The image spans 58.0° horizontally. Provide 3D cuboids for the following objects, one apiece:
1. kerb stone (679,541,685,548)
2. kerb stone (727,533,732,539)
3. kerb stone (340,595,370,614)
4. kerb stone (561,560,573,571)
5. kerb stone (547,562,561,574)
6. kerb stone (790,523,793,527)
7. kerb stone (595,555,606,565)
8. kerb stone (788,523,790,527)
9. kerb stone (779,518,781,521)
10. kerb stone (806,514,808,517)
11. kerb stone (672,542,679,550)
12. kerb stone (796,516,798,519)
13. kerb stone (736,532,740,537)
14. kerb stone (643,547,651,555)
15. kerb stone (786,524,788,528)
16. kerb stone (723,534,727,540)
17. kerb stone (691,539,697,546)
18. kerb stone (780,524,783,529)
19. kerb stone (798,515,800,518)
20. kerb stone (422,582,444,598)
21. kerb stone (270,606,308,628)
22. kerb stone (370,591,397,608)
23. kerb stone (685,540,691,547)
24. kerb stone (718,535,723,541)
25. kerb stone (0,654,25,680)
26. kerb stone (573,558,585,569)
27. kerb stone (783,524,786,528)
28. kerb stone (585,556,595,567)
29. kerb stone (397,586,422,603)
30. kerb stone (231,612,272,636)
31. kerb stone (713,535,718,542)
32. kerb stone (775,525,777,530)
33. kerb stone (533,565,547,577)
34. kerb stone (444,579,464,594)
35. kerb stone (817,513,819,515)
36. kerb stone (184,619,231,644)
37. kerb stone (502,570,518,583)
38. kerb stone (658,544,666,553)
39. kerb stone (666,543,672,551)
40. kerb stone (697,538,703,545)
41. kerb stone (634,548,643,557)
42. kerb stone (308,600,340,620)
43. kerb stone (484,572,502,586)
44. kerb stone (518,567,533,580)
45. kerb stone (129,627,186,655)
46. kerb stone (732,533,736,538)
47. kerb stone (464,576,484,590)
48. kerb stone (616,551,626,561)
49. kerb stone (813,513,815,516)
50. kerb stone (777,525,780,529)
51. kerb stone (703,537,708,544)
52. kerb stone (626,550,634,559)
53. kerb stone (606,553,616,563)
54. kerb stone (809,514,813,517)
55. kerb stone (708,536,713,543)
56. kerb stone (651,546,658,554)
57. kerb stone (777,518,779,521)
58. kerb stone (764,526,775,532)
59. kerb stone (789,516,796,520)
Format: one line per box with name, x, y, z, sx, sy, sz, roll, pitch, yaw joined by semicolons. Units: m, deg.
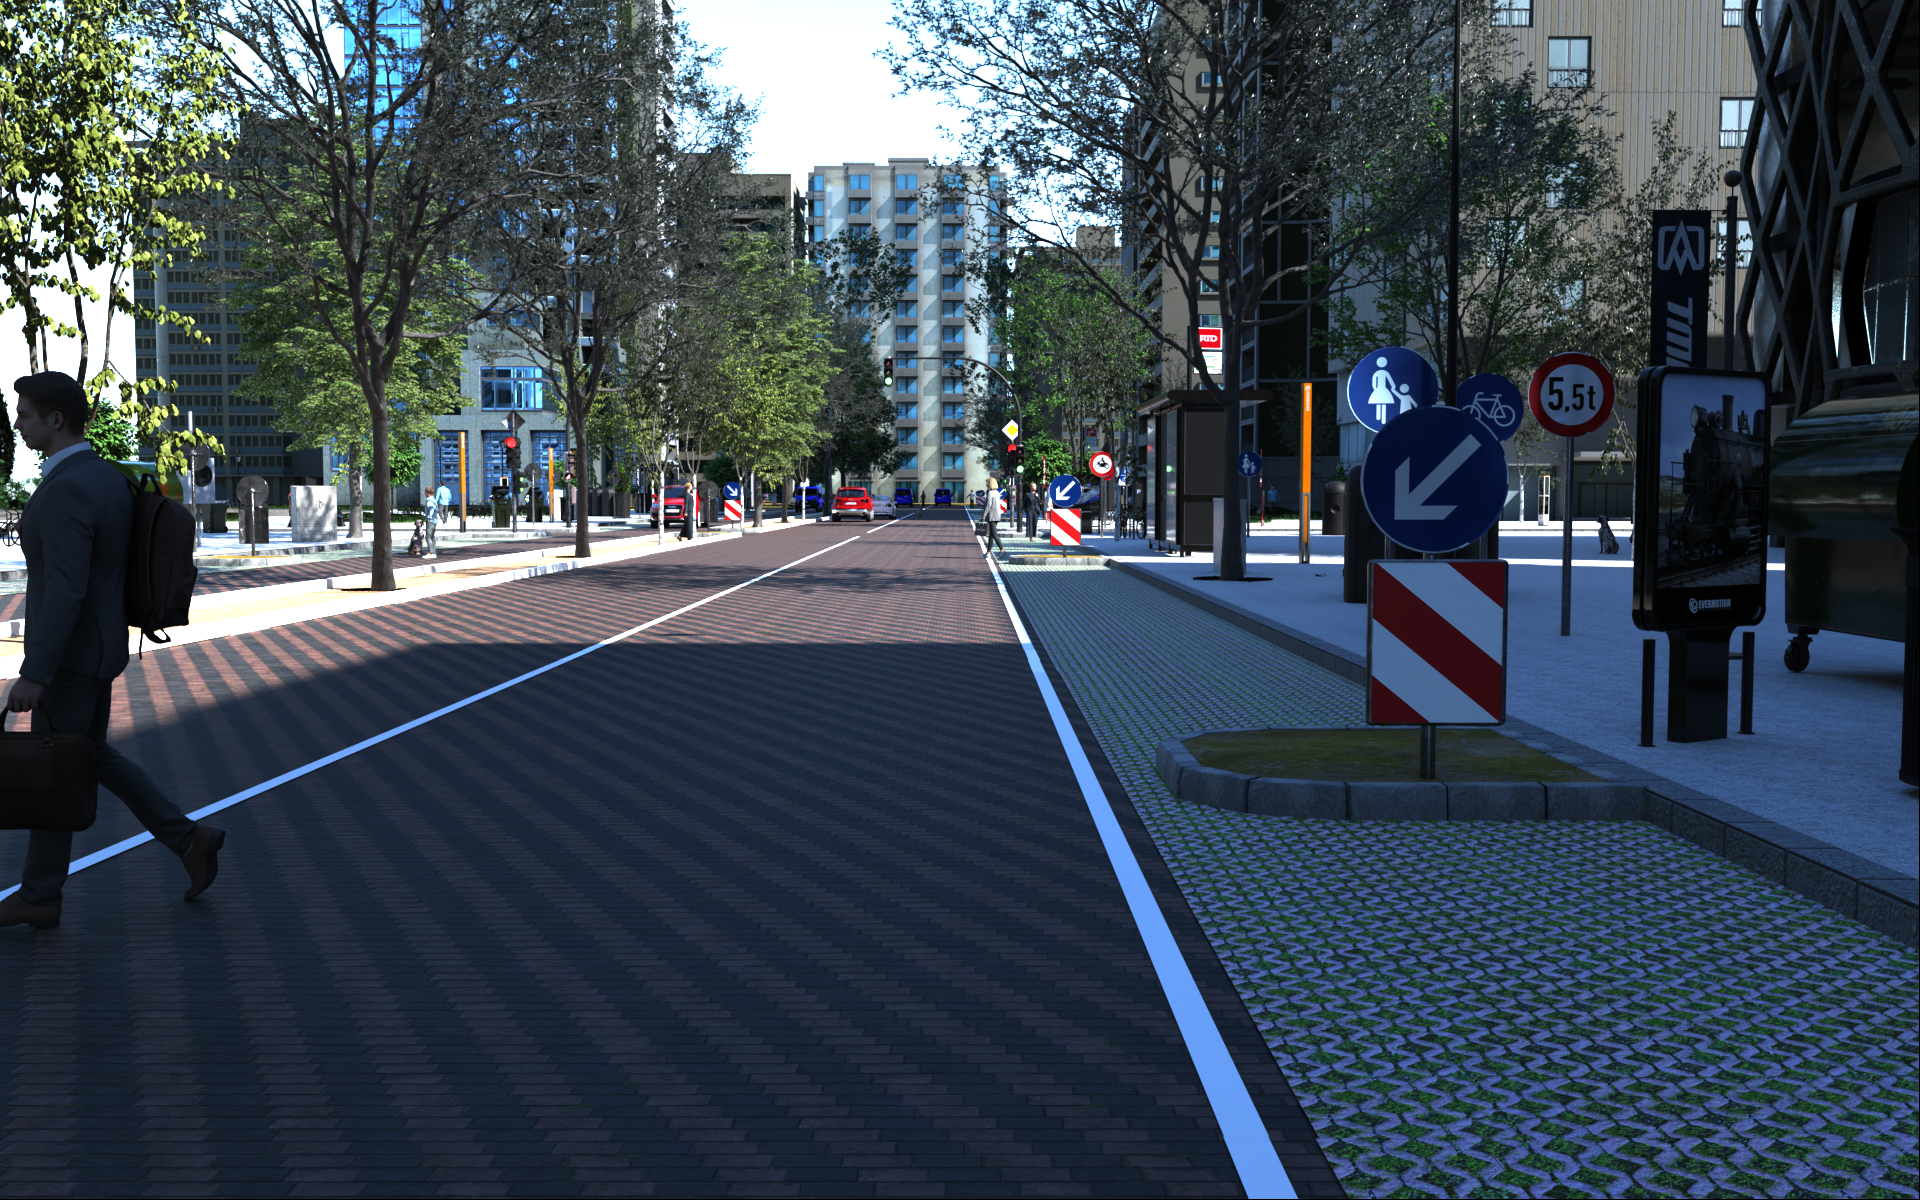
kerb stone;-7.451;-1.426;45.673;0.120;0.150;1.000;0;3;0
kerb stone;-7.448;-1.998;54.895;0.120;0.150;1.000;0;3;0
kerb stone;-7.442;0.068;21.076;0.120;0.150;1.000;0;3;0
kerb stone;-7.441;-0.621;32.352;0.120;0.150;1.000;0;3;0
kerb stone;-7.447;-0.558;31.323;0.120;0.150;1.000;0;3;0
kerb stone;-7.450;-3.224;74.917;0.120;0.150;1.000;0;3;0
kerb stone;-7.450;-0.809;35.418;0.120;0.150;1.000;0;3;0
kerb stone;-7.458;-3.161;73.885;0.120;0.150;1.000;0;3;0
kerb stone;-9.557;-4.165;90.297;0.120;0.150;1.000;0;3;0
kerb stone;-9.562;-5.105;105.671;0.120;0.150;1.000;0;3;0
kerb stone;-7.442;-1.373;44.647;0.120;0.150;1.000;0;3;0
kerb stone;-9.553;-4.729;99.526;0.120;0.150;1.000;0;3;0
kerb stone;-7.453;-2.126;56.948;0.120;0.150;1.000;0;3;0
kerb stone;-7.443;-1.122;40.545;0.120;0.150;1.000;0;3;0
kerb stone;-7.446;-3.099;72.856;0.120;0.150;1.000;0;3;0
kerb stone;-7.457;-1.937;53.870;0.120;0.150;1.000;0;3;0
kerb stone;-7.450;-1.561;47.725;0.120;0.150;1.000;0;3;0
kerb stone;-7.455;-2.973;70.800;0.120;0.150;1.000;0;3;0
kerb stone;-9.556;-4.792;100.548;0.120;0.150;1.000;0;3;0
kerb stone;-7.445;-0.119;24.144;0.120;0.150;1.000;0;3;0
kerb stone;-7.442;0.194;19.031;0.120;0.150;1.000;0;3;0
kerb stone;-7.443;0.006;22.098;0.120;0.150;1.000;0;3;0
kerb stone;-7.452;-1.497;46.699;0.120;0.150;1.000;0;3;0
kerb stone;-7.451;-1.875;52.848;0.120;0.150;1.000;0;3;0
kerb stone;-7.437;0.507;13.905;0.120;0.150;1.000;0;3;0
kerb stone;-7.445;-0.683;33.374;0.120;0.150;1.000;0;3;0
kerb stone;-7.450;-3.035;71.825;0.120;0.150;1.000;0;3;0
kerb stone;-7.457;-0.746;34.396;0.120;0.150;1.000;0;3;0
kerb stone;-7.439;-0.053;23.120;0.120;0.150;1.000;0;3;0
kerb stone;-7.438;0.263;18.007;0.120;0.150;1.000;0;3;0
kerb stone;-7.449;-1.804;51.823;0.120;0.150;1.000;0;3;0
kerb stone;-7.461;-2.848;68.755;0.120;0.150;1.000;0;3;0
kerb stone;-7.444;-0.492;30.301;0.120;0.150;1.000;0;3;0
kerb stone;-7.444;-0.179;25.166;0.120;0.150;1.000;0;3;0
kerb stone;-9.568;-5.607;113.863;0.120;0.150;1.000;0;3;0
kerb stone;-7.446;0.319;16.984;0.120;0.150;1.000;0;3;0
kerb stone;-7.443;-0.370;28.247;0.120;0.150;1.000;0;3;0
kerb stone;-7.449;-1.247;42.589;0.120;0.150;1.000;0;3;0
kerb stone;-7.449;-1.310;43.617;0.120;0.150;1.000;0;3;0
kerb stone;-7.449;-1.623;48.753;0.120;0.150;1.000;0;3;0
kerb stone;-7.441;-1.059;39.518;0.120;0.150;1.000;0;3;0
kerb stone;-7.445;0.135;20.054;0.120;0.150;1.000;0;3;0
kerb stone;-7.437;-0.308;27.225;0.120;0.150;1.000;0;3;0
kerb stone;-7.446;-0.433;29.277;0.120;0.150;1.000;0;3;0
kerb stone;-7.442;0.387;15.960;0.120;0.150;1.000;0;3;0
kerb stone;-7.451;-2.063;55.921;0.120;0.150;1.000;0;3;0
kerb stone;-7.443;-0.238;26.191;0.120;0.150;1.000;0;3;0
kerb stone;-7.446;-0.934;37.474;0.120;0.150;1.000;0;3;0
kerb stone;-9.559;-5.417;110.796;0.120;0.150;1.000;0;3;0
kerb stone;-7.453;-2.910;69.777;0.120;0.150;1.000;0;3;0
kerb stone;-7.446;-1.683;49.775;0.120;0.150;1.000;0;3;0
kerb stone;-7.448;-0.995;38.496;0.120;0.150;1.000;0;3;0
kerb stone;-7.447;-0.872;36.447;0.120;0.150;1.000;0;3;0
kerb stone;-9.560;-5.356;109.774;0.120;0.150;1.000;0;3;0
kerb stone;-7.451;-1.749;50.797;0.120;0.150;1.000;0;3;0
kerb stone;-7.450;-1.185;41.567;0.120;0.150;1.000;0;3;0
kerb stone;-9.554;-4.098;89.260;0.120;0.150;1.000;0;3;0
kerb stone;-7.460;-2.785;67.729;0.120;0.150;1.000;0;3;0
kerb stone;-9.562;-4.667;98.502;0.120;0.150;1.000;0;3;0
